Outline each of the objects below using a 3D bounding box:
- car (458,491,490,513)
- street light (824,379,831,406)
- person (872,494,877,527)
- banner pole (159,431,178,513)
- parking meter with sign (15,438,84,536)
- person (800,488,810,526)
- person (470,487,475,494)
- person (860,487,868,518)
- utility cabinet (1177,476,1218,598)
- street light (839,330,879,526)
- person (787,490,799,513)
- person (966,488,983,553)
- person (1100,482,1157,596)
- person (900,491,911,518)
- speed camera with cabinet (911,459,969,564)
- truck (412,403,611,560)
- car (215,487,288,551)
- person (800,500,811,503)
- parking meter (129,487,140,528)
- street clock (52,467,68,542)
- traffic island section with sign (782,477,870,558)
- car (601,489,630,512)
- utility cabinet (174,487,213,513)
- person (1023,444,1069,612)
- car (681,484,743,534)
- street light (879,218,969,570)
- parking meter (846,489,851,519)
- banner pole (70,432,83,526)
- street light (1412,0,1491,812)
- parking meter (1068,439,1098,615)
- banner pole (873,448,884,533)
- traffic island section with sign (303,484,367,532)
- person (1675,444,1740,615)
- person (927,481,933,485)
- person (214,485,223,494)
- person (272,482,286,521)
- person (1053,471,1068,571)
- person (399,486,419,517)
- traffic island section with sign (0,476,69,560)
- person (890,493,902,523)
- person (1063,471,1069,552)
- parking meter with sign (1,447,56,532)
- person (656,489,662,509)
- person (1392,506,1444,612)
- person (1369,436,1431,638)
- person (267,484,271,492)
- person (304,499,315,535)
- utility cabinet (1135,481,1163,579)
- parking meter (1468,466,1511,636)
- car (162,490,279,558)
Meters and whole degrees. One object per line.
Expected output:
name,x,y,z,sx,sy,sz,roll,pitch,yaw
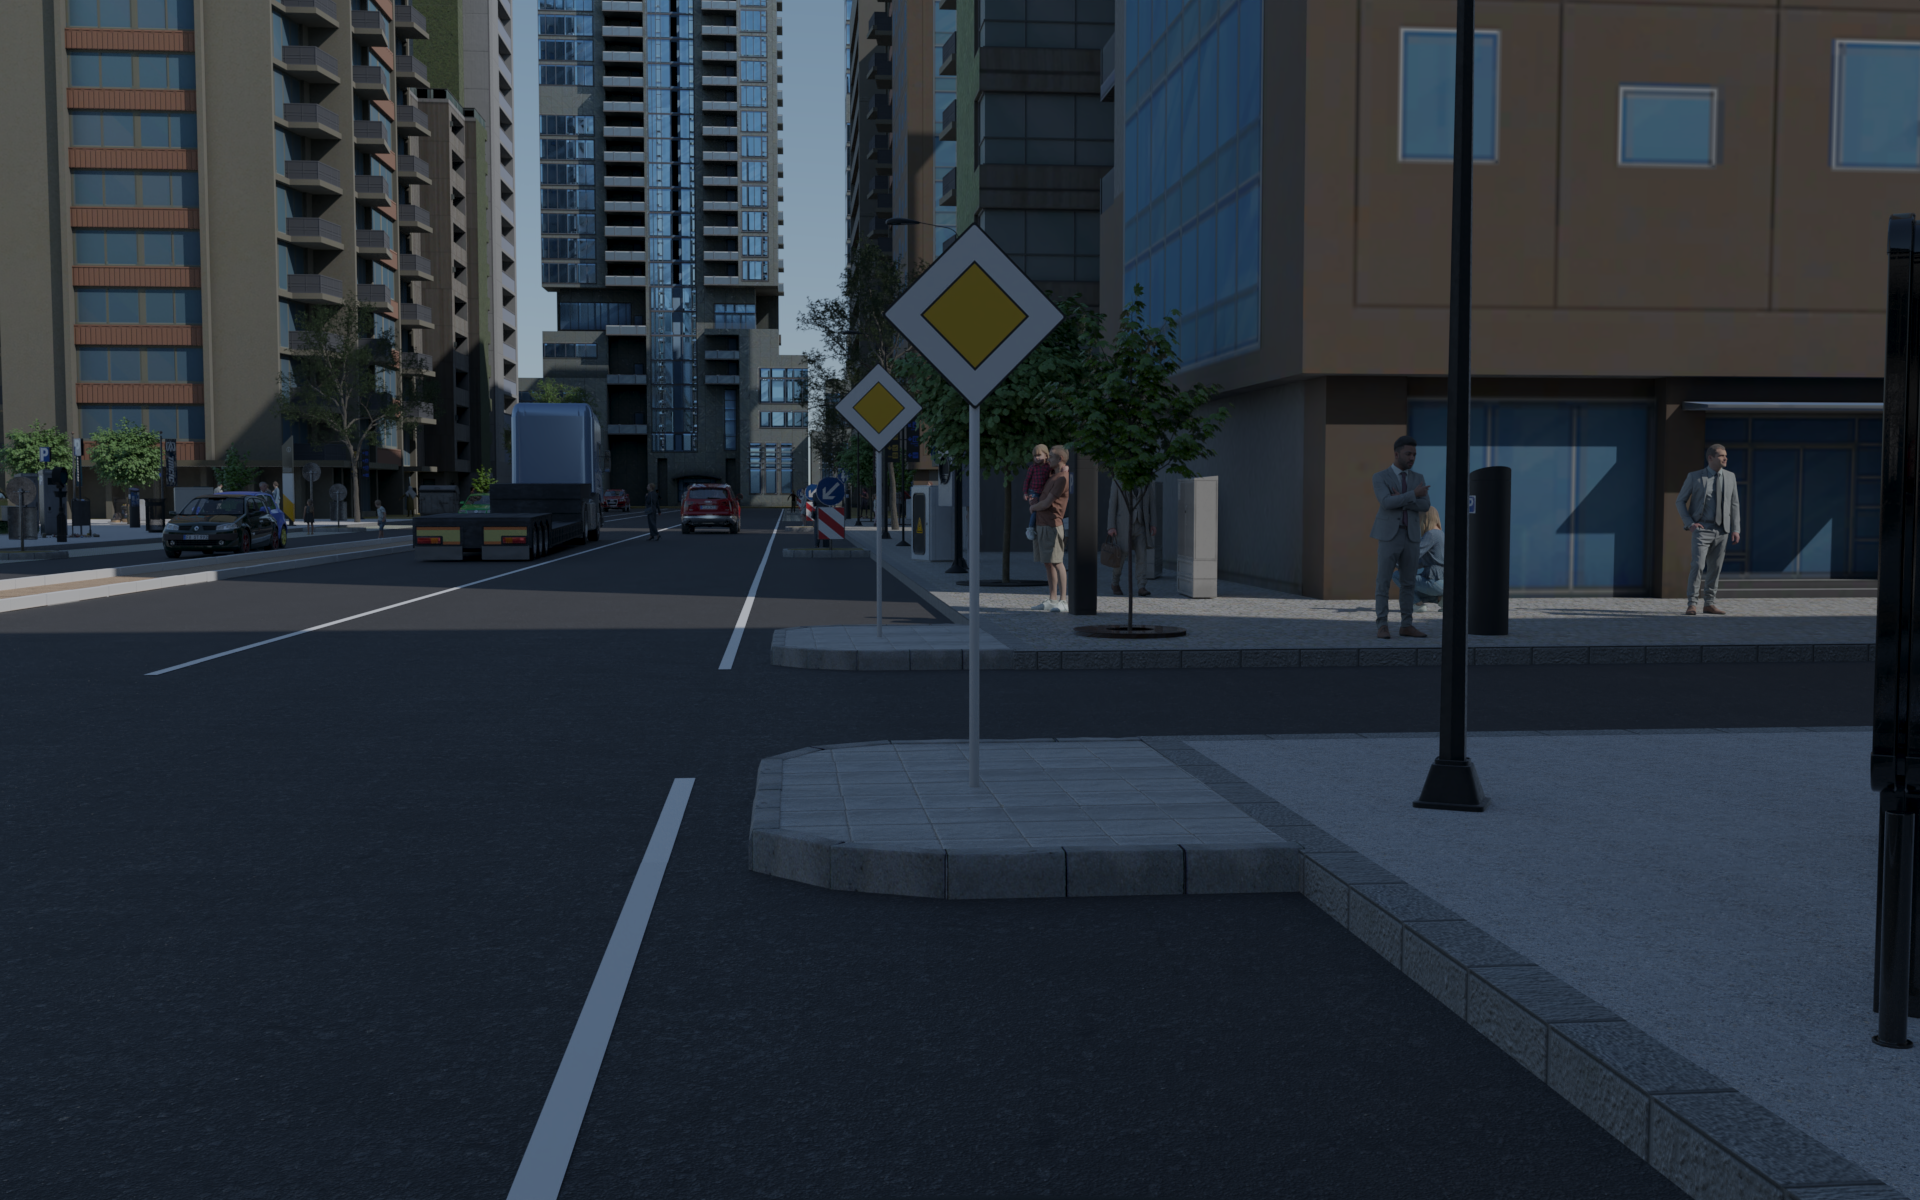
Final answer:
car,-21.700,-4.296,79.032,1.959,1.807,4.718,0,4,-6
street light,-4.633,-5.942,69.691,1.470,5.913,1.316,0,4,-6
person,-3.256,-3.546,68.295,0.394,1.301,0.425,0,4,-6
banner pole,-31.477,-4.819,68.811,0.401,3.779,0.863,3,4,37
parking meter with sign,-28.153,-3.513,53.697,0.543,3.016,1.738,3,5,43
person,-6.605,-3.915,73.508,0.522,1.701,0.512,-1,4,-22
person,-30.876,-6.317,110.002,0.721,1.739,1.217,-1,4,-9
person,-5.162,-5.186,92.308,0.593,1.643,0.415,0,4,5
utility cabinet,2.951,-0.794,21.663,0.318,1.500,1.173,0,4,-2
street light,-2.657,-4.698,49.353,1.470,5.913,1.316,0,4,-6
person,-11.615,-6.861,121.195,1.217,1.766,0.721,2,4,32
person,0.220,-1.897,37.623,0.524,1.755,0.480,1,4,22
person,2.160,-0.961,21.858,0.694,1.812,0.767,-1,4,-13
person,-3.110,-5.347,93.427,1.348,1.831,0.705,2,4,31
speed camera with cabinet,-0.302,-2.335,32.521,0.660,3.252,2.038,-1,4,-23
truck,-11.364,-3.412,45.547,2.967,4.110,18.799,0,4,-7
car,-18.721,-2.155,44.824,1.945,1.707,3.694,0,4,-6
person,-9.302,-5.947,105.822,0.705,1.812,1.348,2,4,29
parking meter,-31.462,-3.523,66.006,0.372,1.533,0.369,0,3,0
street clock,-23.954,-2.542,46.139,0.358,2.002,0.471,0,4,-4
traffic island section with sign,-3.106,-1.919,40.010,1.989,1.847,2.006,0,4,-6
car,-27.764,-8.002,139.509,2.281,1.827,5.304,0,4,-6
utility cabinet,-25.453,-2.990,57.558,1.173,1.500,0.318,-2,4,-31
person,0.980,-0.798,19.060,0.580,1.828,0.573,2,4,25
car,-9.184,-3.384,64.008,2.281,1.827,5.304,0,4,-6
street light,-0.549,-3.472,29.313,1.470,5.913,1.316,0,4,-6
parking meter,-5.778,-4.924,88.913,0.372,1.533,0.369,0,3,0
banner pole,-35.499,-4.869,69.632,0.401,3.779,0.863,0,4,1
street light,1.492,-2.103,6.926,1.470,5.913,1.316,0,4,-6
parking meter,1.309,-0.780,18.467,0.255,1.863,0.399,0,4,-7
banner pole,-2.595,-4.011,55.590,0.401,3.779,0.863,2,4,27
traffic island section with sign,-23.644,-3.487,65.642,1.989,1.847,2.006,0,4,-6
person,7.994,-0.755,18.482,0.635,1.810,0.391,-1,4,-11
person,-1.160,-3.455,63.110,0.480,1.755,0.524,1,4,10
person,-32.804,-4.319,76.751,0.635,1.810,0.391,2,4,29
person,-29.655,-4.232,75.260,0.654,1.822,0.581,-1,4,-8
person,1.649,-1.365,28.721,0.716,1.782,0.532,3,5,41
person,-31.049,-5.564,97.738,1.217,1.736,0.721,-3,4,-37
traffic island section with sign,-20.940,-1.813,38.263,1.989,1.847,2.006,0,4,-6
person,-2.785,-4.246,75.644,0.537,1.800,0.526,3,5,42
person,2.411,-1.898,37.433,0.624,1.780,0.694,1,4,9
parking meter with sign,-34.177,-4.105,63.371,0.543,3.016,1.738,2,4,26
person,-27.687,-9.199,158.535,0.705,1.869,1.348,1,4,19
person,4.930,-0.444,18.794,0.738,1.151,1.012,3,5,41
person,3.938,-0.561,15.398,0.511,1.800,0.466,-2,4,-27
person,-33.232,-4.693,83.109,0.374,1.781,0.599,1,4,10
person,-22.886,-2.918,60.872,0.362,1.253,0.373,-3,4,-37
utility cabinet,2.900,-1.086,26.430,0.318,1.500,1.173,1,4,12
parking meter,4.831,-0.454,15.829,0.372,1.533,0.369,0,3,0
car,-17.153,-1.865,40.276,2.009,1.686,4.222,0,4,-8
